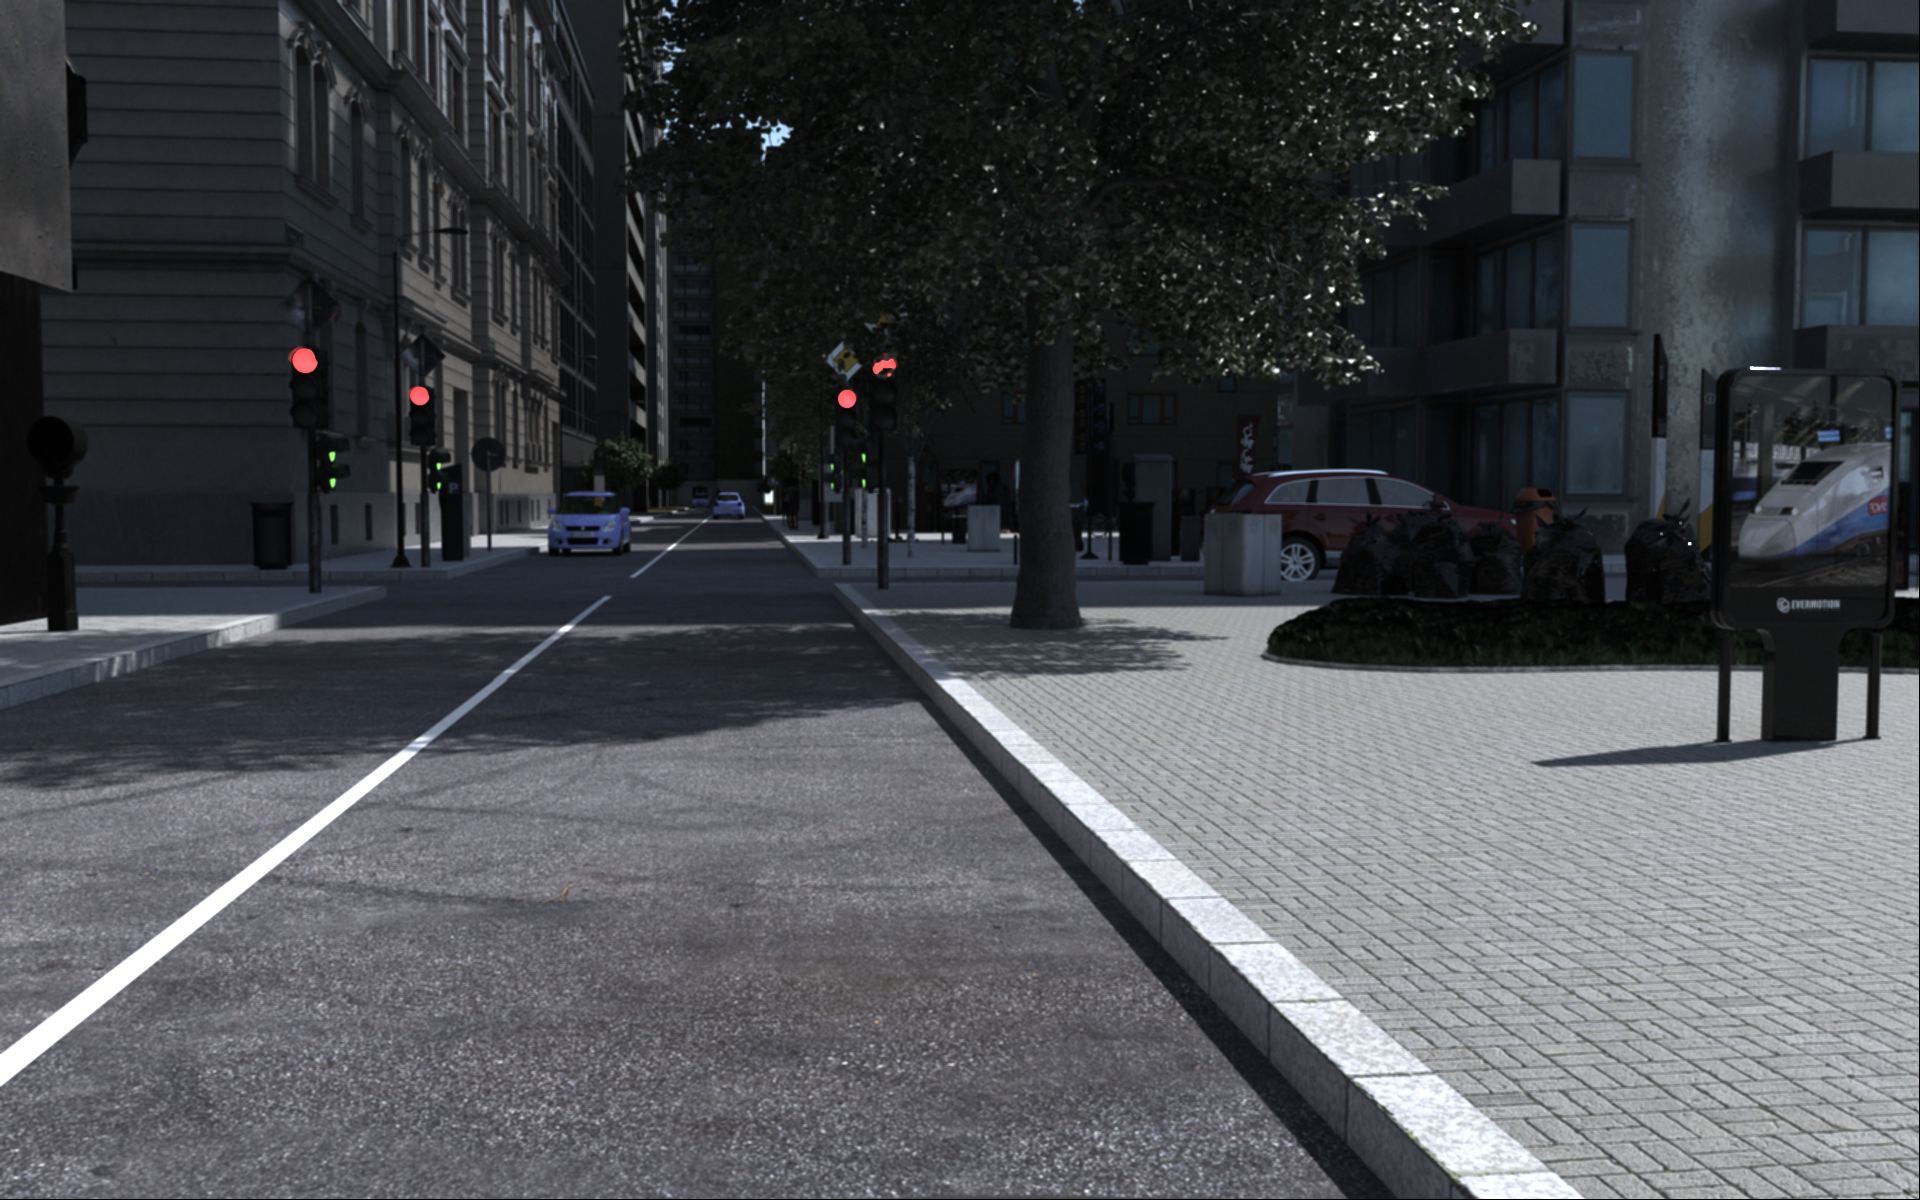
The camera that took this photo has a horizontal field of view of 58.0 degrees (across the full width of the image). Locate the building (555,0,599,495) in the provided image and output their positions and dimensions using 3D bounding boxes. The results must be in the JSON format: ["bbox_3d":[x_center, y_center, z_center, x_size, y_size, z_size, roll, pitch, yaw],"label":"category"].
[{"bbox_3d":[-26.559,-18.011,87.988,14.314,27.812,24.014,0,4,-7],"label":"building"}]

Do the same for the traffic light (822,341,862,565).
[{"bbox_3d":[-2.069,-2.589,31.256,0.839,4.253,0.868,0,4,-7],"label":"traffic light"}]

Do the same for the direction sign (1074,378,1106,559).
[{"bbox_3d":[2.567,-2.584,34.238,0.379,3.537,0.876,-3,4,-39],"label":"direction sign"}]

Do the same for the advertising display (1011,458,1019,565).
[{"bbox_3d":[1.391,-1.611,31.547,0.974,1.923,0.123,-2,4,-25],"label":"advertising display"}]

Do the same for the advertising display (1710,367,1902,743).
[{"bbox_3d":[4.375,-0.230,8.978,0.974,1.923,0.123,-1,4,-9],"label":"advertising display"}]

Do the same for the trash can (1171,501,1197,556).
[{"bbox_3d":[4.549,-1.494,36.075,0.748,1.137,0.748,0,3,0],"label":"trash can"}]

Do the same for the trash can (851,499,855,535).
[{"bbox_3d":[-3.246,-2.629,54.631,0.748,1.137,0.748,0,3,0],"label":"trash can"}]

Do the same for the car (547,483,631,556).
[{"bbox_3d":[-8.817,-1.941,41.326,1.945,1.707,3.694,0,4,-6],"label":"car"}]

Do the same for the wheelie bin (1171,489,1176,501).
[{"bbox_3d":[7.024,-3.161,59.587,0.693,1.594,0.980,-1,4,-17],"label":"wheelie bin"}]

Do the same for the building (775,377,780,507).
[{"bbox_3d":[-3.761,-19.731,167.637,27.650,21.520,28.899,0,4,-7],"label":"building"}]

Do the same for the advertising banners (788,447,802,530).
[{"bbox_3d":[-5.942,-4.056,62.500,0.090,3.025,2.074,-1,4,-18],"label":"advertising banners"}]

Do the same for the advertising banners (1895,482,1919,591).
[{"bbox_3d":[12.668,-1.659,23.320,0.090,3.025,2.074,0,4,2],"label":"advertising banners"}]

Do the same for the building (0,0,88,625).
[{"bbox_3d":[-17.116,-8.799,11.320,16.811,18.784,16.820,0,4,-7],"label":"building"}]

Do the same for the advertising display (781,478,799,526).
[{"bbox_3d":[-6.903,-3.986,70.377,0.123,1.923,0.974,2,4,34],"label":"advertising display"}]

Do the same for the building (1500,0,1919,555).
[{"bbox_3d":[24.018,-26.067,45.811,30.456,49.044,23.786,0,4,-7],"label":"building"}]

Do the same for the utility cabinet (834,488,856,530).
[{"bbox_3d":[-3.882,-3.168,60.476,0.318,1.500,1.173,3,5,43],"label":"utility cabinet"}]

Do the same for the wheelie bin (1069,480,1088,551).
[{"bbox_3d":[2.374,-1.896,38.910,0.980,1.594,0.693,-1,4,-11],"label":"wheelie bin"}]

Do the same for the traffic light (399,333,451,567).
[{"bbox_3d":[-9.370,-2.532,30.314,0.839,4.253,0.868,0,4,-7],"label":"traffic light"}]

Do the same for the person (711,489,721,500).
[{"bbox_3d":[-20.944,-8.697,150.321,1.348,1.869,0.705,1,4,20],"label":"person"}]

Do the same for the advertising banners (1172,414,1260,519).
[{"bbox_3d":[5.710,-2.599,38.676,2.074,3.025,0.090,2,4,32],"label":"advertising banners"}]

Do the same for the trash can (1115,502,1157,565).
[{"bbox_3d":[3.192,-1.210,31.436,0.748,1.137,0.748,0,3,0],"label":"trash can"}]

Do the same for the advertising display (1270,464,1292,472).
[{"bbox_3d":[6.887,-1.958,37.233,0.123,1.923,0.974,2,4,32],"label":"advertising display"}]

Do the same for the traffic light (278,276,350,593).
[{"bbox_3d":[-8.362,-2.047,22.393,0.839,4.253,0.868,0,4,-7],"label":"traffic light"}]

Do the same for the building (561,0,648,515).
[{"bbox_3d":[-32.059,-29.952,113.419,21.300,48.544,21.600,0,4,-7],"label":"building"}]

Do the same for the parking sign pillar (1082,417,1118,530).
[{"bbox_3d":[5.032,-4.476,61.662,1.447,3.967,1.447,-2,4,-29],"label":"parking sign pillar"}]

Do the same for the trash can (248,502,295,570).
[{"bbox_3d":[-11.697,-1.089,29.459,0.748,1.137,0.748,0,3,0],"label":"trash can"}]

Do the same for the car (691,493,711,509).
[{"bbox_3d":[-25.614,-9.892,171.331,1.945,1.707,3.694,0,4,-7],"label":"car"}]

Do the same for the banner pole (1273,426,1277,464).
[{"bbox_3d":[11.529,-4.479,63.242,0.401,3.779,0.863,2,4,24],"label":"banner pole"}]

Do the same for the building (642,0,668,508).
[{"bbox_3d":[-39.076,-44.511,166.003,20.611,71.187,20.563,0,4,-7],"label":"building"}]

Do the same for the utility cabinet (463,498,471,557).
[{"bbox_3d":[-10.193,-1.491,35.533,0.306,1.237,1.020,-1,4,-13],"label":"utility cabinet"}]

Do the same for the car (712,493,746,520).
[{"bbox_3d":[-13.107,-5.422,98.236,1.945,1.707,3.694,0,4,-6],"label":"car"}]

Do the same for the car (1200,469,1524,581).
[{"bbox_3d":[6.507,-1.154,27.542,5.304,1.827,2.281,0,4,-6],"label":"car"}]

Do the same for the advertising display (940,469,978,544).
[{"bbox_3d":[-0.018,-2.414,44.689,0.974,1.923,0.123,0,4,4],"label":"advertising display"}]

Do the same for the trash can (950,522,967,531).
[{"bbox_3d":[-0.038,-2.818,57.721,0.748,1.137,0.748,0,3,0],"label":"trash can"}]

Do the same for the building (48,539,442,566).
[{"bbox_3d":[-19.625,-15.501,40.825,14.401,28.519,23.554,0,4,-7],"label":"building"}]

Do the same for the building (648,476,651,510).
[{"bbox_3d":[-41.187,-27.155,135.872,32.217,40.220,23.993,0,4,-7],"label":"building"}]

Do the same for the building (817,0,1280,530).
[{"bbox_3d":[8.040,-14.228,77.670,27.650,21.520,28.899,0,4,-7],"label":"building"}]

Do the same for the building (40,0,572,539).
[{"bbox_3d":[-22.293,-16.929,64.186,14.401,28.519,23.554,0,4,-7],"label":"building"}]

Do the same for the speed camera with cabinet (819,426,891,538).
[{"bbox_3d":[-3.081,-3.441,50.604,2.038,3.252,0.660,-1,4,-11],"label":"speed camera with cabinet"}]

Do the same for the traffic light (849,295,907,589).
[{"bbox_3d":[-1.062,-2.105,23.334,0.839,4.253,0.868,0,4,-7],"label":"traffic light"}]
